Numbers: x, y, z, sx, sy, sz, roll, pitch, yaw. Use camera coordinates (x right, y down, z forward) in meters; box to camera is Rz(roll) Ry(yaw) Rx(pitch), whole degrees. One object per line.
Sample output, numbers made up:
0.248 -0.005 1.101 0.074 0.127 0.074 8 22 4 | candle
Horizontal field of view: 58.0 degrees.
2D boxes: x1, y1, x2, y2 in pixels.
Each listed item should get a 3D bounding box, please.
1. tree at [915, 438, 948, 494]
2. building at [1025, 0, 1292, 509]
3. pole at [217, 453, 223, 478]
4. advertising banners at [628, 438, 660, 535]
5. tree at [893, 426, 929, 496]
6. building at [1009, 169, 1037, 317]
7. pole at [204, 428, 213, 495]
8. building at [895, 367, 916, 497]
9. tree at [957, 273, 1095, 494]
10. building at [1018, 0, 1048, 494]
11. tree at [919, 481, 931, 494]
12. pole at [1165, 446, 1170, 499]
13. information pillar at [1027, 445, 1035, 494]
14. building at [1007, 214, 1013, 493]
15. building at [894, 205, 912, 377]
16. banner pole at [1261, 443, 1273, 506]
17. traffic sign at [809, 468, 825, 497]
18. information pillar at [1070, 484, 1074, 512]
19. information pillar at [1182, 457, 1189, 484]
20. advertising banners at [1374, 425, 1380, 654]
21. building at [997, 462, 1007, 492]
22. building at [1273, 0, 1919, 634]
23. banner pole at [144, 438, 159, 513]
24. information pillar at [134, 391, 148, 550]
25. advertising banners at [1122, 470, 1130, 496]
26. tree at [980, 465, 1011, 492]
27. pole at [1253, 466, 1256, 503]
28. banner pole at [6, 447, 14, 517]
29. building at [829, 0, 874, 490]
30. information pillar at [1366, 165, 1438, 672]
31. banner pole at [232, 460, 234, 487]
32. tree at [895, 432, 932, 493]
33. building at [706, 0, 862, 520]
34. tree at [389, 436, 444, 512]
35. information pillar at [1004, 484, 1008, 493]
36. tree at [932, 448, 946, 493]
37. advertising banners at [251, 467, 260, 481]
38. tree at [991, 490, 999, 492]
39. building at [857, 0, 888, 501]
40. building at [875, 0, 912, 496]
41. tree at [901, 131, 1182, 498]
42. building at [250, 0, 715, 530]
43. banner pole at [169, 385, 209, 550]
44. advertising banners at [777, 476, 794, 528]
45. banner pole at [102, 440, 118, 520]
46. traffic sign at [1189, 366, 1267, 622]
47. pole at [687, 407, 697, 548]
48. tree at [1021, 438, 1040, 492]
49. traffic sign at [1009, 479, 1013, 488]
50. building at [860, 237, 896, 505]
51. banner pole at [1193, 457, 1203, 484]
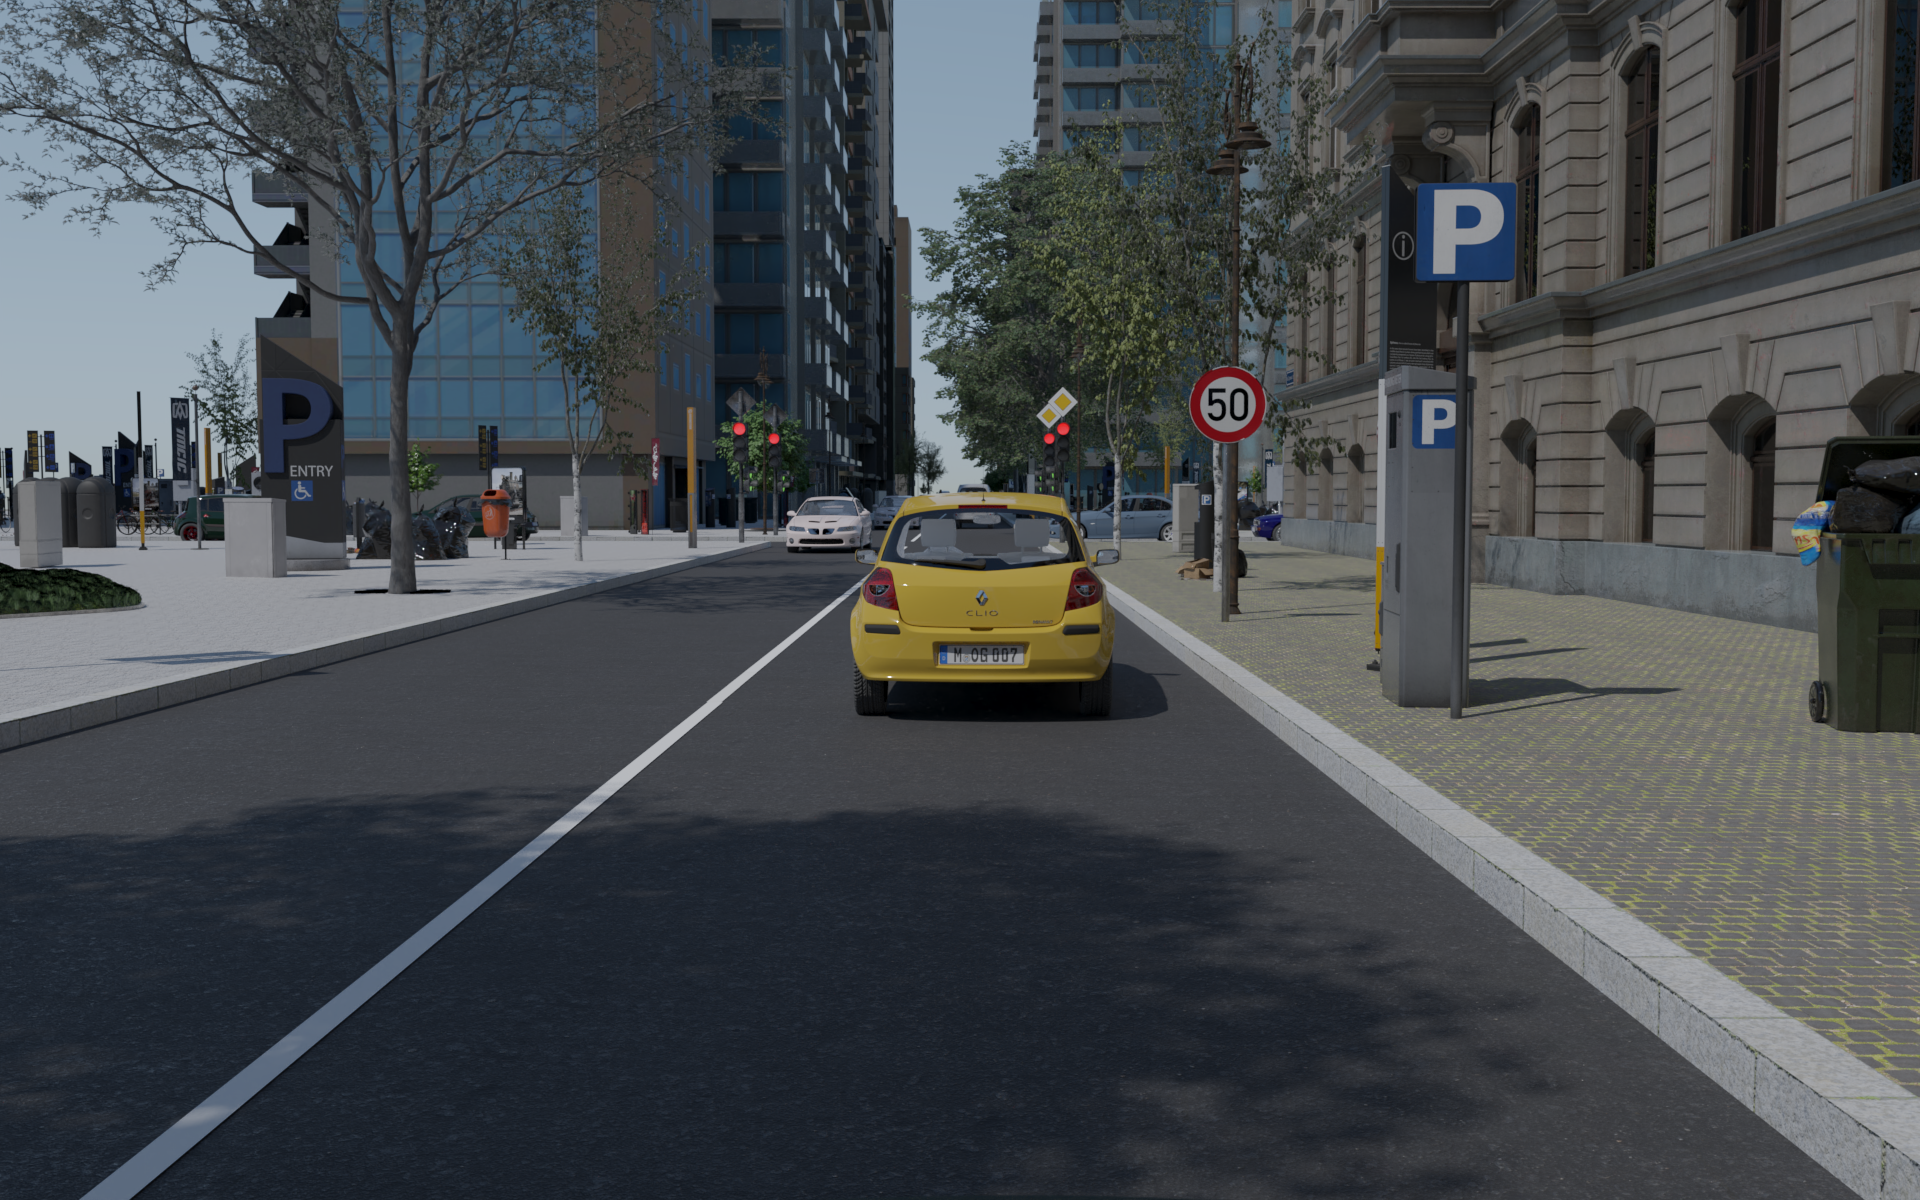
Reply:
-5.566 -21.557 286.871 8.767 10.594 7.601 3 4 36 | tree
17.914 -32.800 155.881 23.786 49.044 30.456 0 4 0 | building
-36.321 -5.579 85.066 0.158 3.312 0.155 0 3 0 | pole
-9.950 -3.570 54.560 0.090 3.025 2.074 -3 4 -38 | advertising banners
-5.361 -14.518 187.739 4.360 8.622 3.978 0 3 0 | tree
17.471 -35.134 229.071 22.147 44.769 28.867 0 4 0 | building
-23.100 -3.633 53.246 0.158 3.312 0.155 0 3 0 | pole
-20.724 -24.807 250.625 27.650 21.520 28.899 0 4 0 | building
3.260 -10.221 85.233 7.486 12.596 7.792 0 3 0 | tree
17.441 -53.379 185.411 22.319 86.520 31.000 0 4 0 | building
-5.367 -15.878 254.201 1.663 3.219 1.824 0 3 0 | tree
8.855 -4.904 74.031 0.158 3.312 0.155 0 3 0 | pole
3.008 -5.020 73.435 0.183 3.616 0.504 2 4 35 | information pillar
13.746 -34.688 250.748 14.154 41.232 14.086 0 4 0 | building
-14.690 -37.998 271.371 14.600 45.320 14.200 0 4 0 | building
15.005 -5.805 84.935 0.401 3.779 0.863 -3 5 -43 | banner pole
-5.636 -4.044 68.249 0.606 2.300 0.079 0 4 4 | traffic sign
8.064 -7.363 124.882 0.304 2.012 0.304 1 4 8 | information pillar
14.251 -7.211 109.262 0.504 3.616 0.183 3 4 37 | information pillar
3.480 -1.108 14.305 0.090 3.025 2.074 1 4 14 | advertising banners
12.944 -31.157 281.121 14.160 30.474 14.107 0 4 0 | building
13.098 -12.640 25.743 14.460 24.649 34.723 0 4 0 | building
-36.147 -5.353 77.531 0.401 3.779 0.863 1 4 23 | banner pole
-18.747 -2.953 39.644 0.183 3.616 0.504 -2 4 -24 | information pillar
11.866 -7.816 123.982 0.090 3.025 2.074 -1 4 -9 | advertising banners
4.281 -12.894 194.522 4.285 4.588 4.351 0 3 0 | tree
21.265 -8.031 125.142 0.158 3.312 0.155 0 3 0 | pole
-50.849 -6.282 92.728 0.863 3.779 0.401 2 4 30 | banner pole
-18.671 -29.905 143.574 22.147 44.769 28.867 0 4 0 | building
3.229 -1.297 12.559 0.504 3.616 0.183 -2 4 -28 | information pillar
-53.564 -8.418 127.659 0.401 3.779 0.863 -1 4 -19 | banner pole
-6.097 -15.586 205.195 4.737 8.622 4.395 0 3 0 | tree
-18.085 -29.284 98.399 23.786 49.044 30.456 0 4 0 | building
-18.169 -3.883 58.095 1.663 3.219 1.824 0 3 0 | tree
3.185 -7.096 120.509 0.304 2.012 0.304 0 4 5 | information pillar
-4.608 -19.482 268.885 4.737 8.622 4.395 0 3 0 | tree
-45.705 -6.986 110.416 2.074 3.025 0.090 -1 4 -18 | advertising banners
4.411 -13.306 212.156 1.663 3.219 1.824 0 3 0 | tree
-21.960 -35.611 171.480 28.713 52.752 27.495 0 4 0 | building
-16.725 -48.060 224.031 20.563 71.187 20.611 0 4 0 | building
3.132 -9.415 60.594 9.857 13.997 8.962 0 3 0 | tree
-17.521 -25.473 66.598 14.600 45.320 14.200 0 4 0 | building
-17.695 -3.039 39.712 0.401 3.779 0.863 2 4 34 | banner pole
-6.653 -4.273 66.058 0.090 3.025 2.074 -2 4 -25 | advertising banners
-39.015 -5.483 79.671 0.401 3.779 0.863 3 5 43 | banner pole
2.663 -1.052 17.301 0.768 2.556 0.104 0 4 3 | traffic sign
-6.320 -2.875 40.856 0.158 3.312 0.155 0 3 0 | pole
4.890 -11.071 131.372 4.360 8.622 3.978 0 3 0 | tree
3.625 -7.075 117.803 0.606 2.300 0.079 0 4 1 | traffic sign
-14.555 -25.773 193.092 14.160 30.474 14.107 0 4 0 | building
15.942 -7.696 115.847 0.863 3.779 0.401 -1 4 -16 | banner pole
